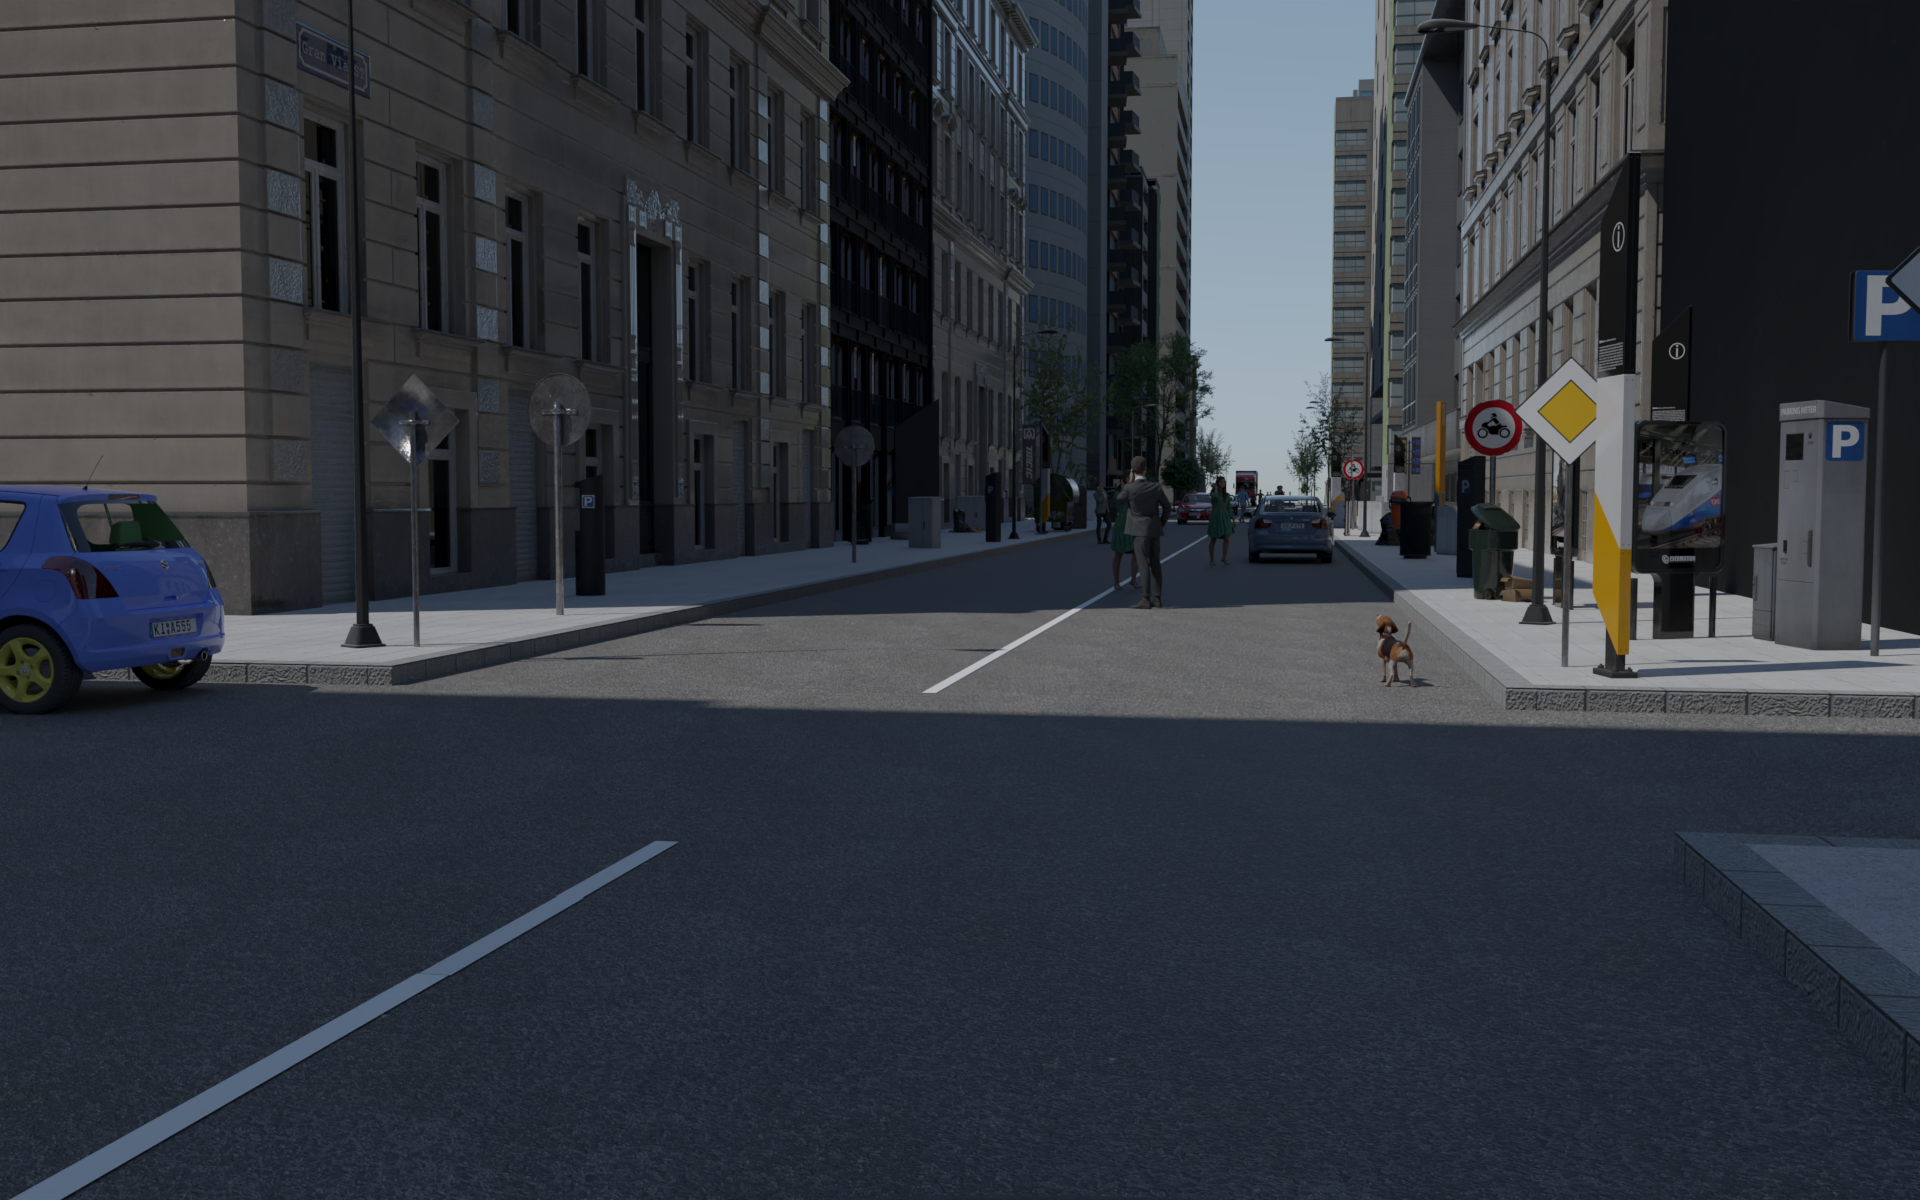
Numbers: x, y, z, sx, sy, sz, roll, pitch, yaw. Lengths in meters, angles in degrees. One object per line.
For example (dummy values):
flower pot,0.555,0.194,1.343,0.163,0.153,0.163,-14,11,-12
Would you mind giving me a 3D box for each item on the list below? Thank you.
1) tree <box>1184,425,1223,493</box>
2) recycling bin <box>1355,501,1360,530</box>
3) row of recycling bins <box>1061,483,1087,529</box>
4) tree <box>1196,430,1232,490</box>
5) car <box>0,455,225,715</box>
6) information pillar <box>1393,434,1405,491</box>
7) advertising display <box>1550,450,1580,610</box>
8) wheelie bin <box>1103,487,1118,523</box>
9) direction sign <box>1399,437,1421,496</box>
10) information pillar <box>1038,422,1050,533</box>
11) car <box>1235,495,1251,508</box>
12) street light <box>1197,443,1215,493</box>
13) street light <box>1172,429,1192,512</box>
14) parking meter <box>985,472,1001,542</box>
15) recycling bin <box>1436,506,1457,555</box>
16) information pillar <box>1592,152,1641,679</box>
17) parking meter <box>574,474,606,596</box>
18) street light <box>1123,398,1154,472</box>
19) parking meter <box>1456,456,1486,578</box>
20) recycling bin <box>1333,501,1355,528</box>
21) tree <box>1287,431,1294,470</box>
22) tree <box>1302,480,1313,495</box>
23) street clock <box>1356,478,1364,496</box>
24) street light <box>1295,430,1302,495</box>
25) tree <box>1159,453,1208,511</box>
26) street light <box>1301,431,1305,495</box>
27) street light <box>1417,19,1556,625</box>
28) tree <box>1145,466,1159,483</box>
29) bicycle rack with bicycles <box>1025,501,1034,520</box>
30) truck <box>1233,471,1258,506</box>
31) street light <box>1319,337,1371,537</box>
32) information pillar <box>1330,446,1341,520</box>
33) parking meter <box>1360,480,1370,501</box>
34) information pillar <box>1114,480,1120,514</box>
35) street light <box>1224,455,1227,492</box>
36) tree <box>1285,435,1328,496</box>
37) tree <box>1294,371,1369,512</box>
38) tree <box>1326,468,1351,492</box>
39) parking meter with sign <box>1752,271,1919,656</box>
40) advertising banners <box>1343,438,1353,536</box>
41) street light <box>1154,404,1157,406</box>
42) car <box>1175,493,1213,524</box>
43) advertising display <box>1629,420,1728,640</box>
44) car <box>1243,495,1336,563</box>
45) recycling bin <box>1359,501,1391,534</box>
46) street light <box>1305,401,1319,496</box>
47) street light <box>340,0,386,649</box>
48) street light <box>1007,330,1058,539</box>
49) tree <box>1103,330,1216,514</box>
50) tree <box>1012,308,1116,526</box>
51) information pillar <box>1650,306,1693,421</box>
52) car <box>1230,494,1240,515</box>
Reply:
tree,27.012,-14.668,190.176,4.360,8.622,3.978,0,3,0
recycling bin,14.525,-2.979,61.262,0.722,1.027,0.722,2,4,29
row of recycling bins,4.316,-3.559,65.310,1.069,1.692,3.534,0,4,1
tree,29.312,-15.249,199.691,4.737,8.622,4.395,0,3,0
car,-7.189,-0.159,12.199,3.694,1.707,1.945,1,4,9
information pillar,17.130,-4.665,67.624,0.504,3.616,0.183,-2,4,-25
advertising display,6.822,-0.877,19.545,0.123,1.923,0.974,0,4,8
wheelie bin,6.821,-4.290,78.052,0.980,1.594,0.693,0,4,-5
direction sign,17.839,-4.700,68.847,0.876,3.537,0.379,1,4,20
information pillar,2.766,-3.982,56.460,0.183,3.616,0.504,-2,4,-29
car,29.184,-10.247,179.893,2.083,1.381,4.827,1,4,10
street light,22.334,-11.370,158.443,1.470,5.913,1.316,1,4,10
street light,15.893,-9.270,124.105,1.470,5.913,1.316,1,4,10
parking meter,0.882,-2.483,46.311,0.399,1.863,0.255,3,5,40
recycling bin,10.592,-1.474,36.658,0.722,1.027,0.722,-2,4,-25
information pillar,4.612,-1.274,12.178,0.183,3.616,0.504,0,4,-1
parking meter,-4.687,-0.827,21.927,0.372,1.533,0.369,0,3,0
street light,8.457,-6.797,83.669,1.470,5.913,1.316,1,4,10
parking meter,7.841,-1.278,26.600,0.255,1.863,0.399,-2,4,-27
recycling bin,14.602,-3.247,65.643,0.722,1.027,0.722,2,4,29
tree,36.803,-14.286,183.934,4.360,8.622,3.978,0,3,0
tree,43.265,-13.635,217.535,1.663,3.219,1.824,0,3,0
street clock,18.264,-4.536,78.736,0.471,2.002,0.358,-1,4,-9
street light,25.340,-9.411,126.416,1.470,5.913,1.316,1,4,10
tree,19.859,-10.207,150.605,4.285,4.588,4.351,0,3,0
street light,19.039,-7.306,91.989,1.470,5.913,1.316,1,4,10
street light,5.171,-2.721,17.030,1.470,5.913,1.316,1,4,10
tree,10.980,-6.706,104.243,1.663,3.219,1.824,0,3,0
bicycle rack with bicycles,3.752,-4.502,86.991,2.852,0.926,2.925,-1,4,-12
truck,34.511,-13.436,208.599,2.839,4.237,11.283,1,4,11
street light,11.493,-4.823,51.390,1.470,5.913,1.316,1,4,10
information pillar,18.439,-5.725,84.962,0.504,3.616,0.183,-1,4,-12
parking meter,16.873,-4.067,72.207,0.399,1.863,0.255,1,4,9
information pillar,7.961,-5.078,87.516,0.304,2.012,0.304,-3,5,-40
street light,31.325,-14.373,207.545,1.470,5.913,1.316,1,4,10
tree,44.361,-16.757,224.342,4.737,8.622,4.395,0,3,0
tree,22.194,-9.346,103.176,4.360,8.622,3.978,0,3,0
tree,23.718,-7.013,109.271,1.663,3.219,1.824,0,3,0
parking meter with sign,7.209,-1.112,14.443,0.543,3.016,1.738,0,4,-2
advertising banners,12.052,-3.515,53.659,0.090,3.025,2.074,1,4,19
street light,9.487,-7.161,89.629,1.470,5.913,1.316,1,4,10
car,11.406,-4.509,82.755,2.155,1.783,4.494,1,4,12
advertising display,6.326,-0.617,15.306,0.974,1.923,0.123,-1,4,-18
car,7.111,-1.552,37.385,2.014,1.417,4.499,1,4,10
recycling bin,13.528,-2.667,56.156,0.722,1.027,0.722,3,5,41
street light,18.097,-6.961,86.355,1.470,5.913,1.316,1,4,10
street light,-4.486,-2.553,14.276,1.470,5.913,1.316,1,4,10
street light,2.071,-4.685,49.134,1.470,5.913,1.316,1,4,10
tree,12.602,-11.242,109.570,9.928,11.665,9.643,0,3,0
tree,3.876,-7.219,68.399,4.737,8.622,4.395,0,3,0
information pillar,8.936,-1.862,21.792,0.183,3.616,0.504,-3,5,-43
car,18.076,-6.623,118.080,2.009,1.686,4.222,1,4,9
